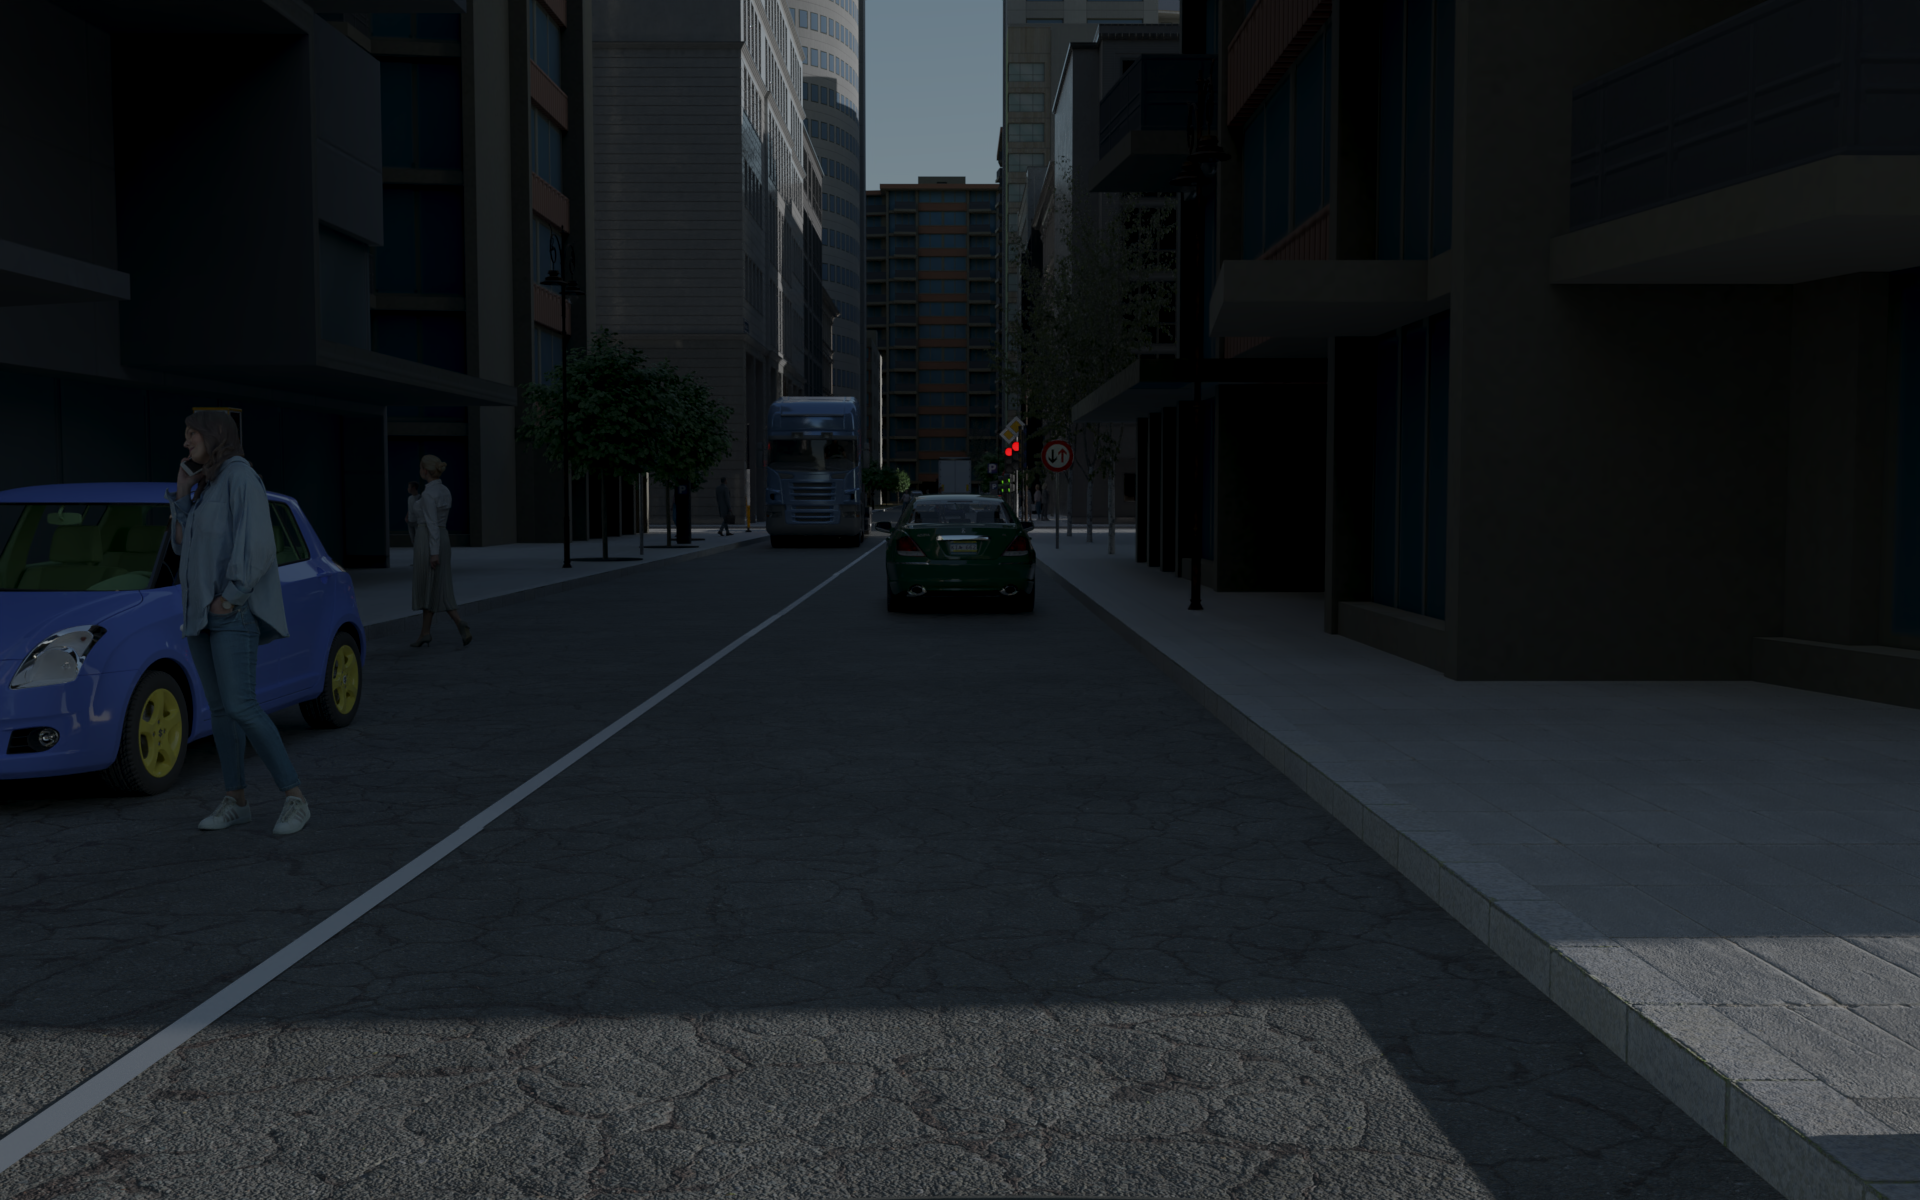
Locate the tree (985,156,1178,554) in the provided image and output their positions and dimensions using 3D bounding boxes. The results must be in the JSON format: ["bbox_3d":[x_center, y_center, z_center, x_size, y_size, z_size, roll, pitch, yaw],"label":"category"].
[{"bbox_3d":[2.997,-5.279,36.678,4.360,8.622,3.978,0,3,0],"label":"tree"}]

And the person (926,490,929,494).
[{"bbox_3d":[-2.502,-7.562,132.692,0.362,1.759,0.519,1,4,14],"label":"person"}]

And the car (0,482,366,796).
[{"bbox_3d":[-4.614,0.015,9.350,1.945,1.707,3.694,0,4,1],"label":"car"}]

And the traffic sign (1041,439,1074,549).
[{"bbox_3d":[2.281,-2.471,40.500,0.768,2.556,0.104,0,4,6],"label":"traffic sign"}]

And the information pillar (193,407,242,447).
[{"bbox_3d":[-6.349,-0.635,14.871,0.304,2.012,0.304,0,4,-3],"label":"information pillar"}]

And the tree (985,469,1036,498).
[{"bbox_3d":[2.337,-5.029,76.828,1.663,3.219,1.824,0,3,0],"label":"tree"}]

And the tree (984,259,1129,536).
[{"bbox_3d":[3.156,-6.244,52.453,4.737,8.622,4.395,0,3,0],"label":"tree"}]

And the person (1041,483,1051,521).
[{"bbox_3d":[4.113,-4.668,82.548,0.526,1.800,0.537,1,4,10],"label":"person"}]

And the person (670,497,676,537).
[{"bbox_3d":[-8.436,-2.802,51.864,0.555,1.821,0.388,1,4,23],"label":"person"}]

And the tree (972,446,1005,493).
[{"bbox_3d":[2.539,-8.091,115.997,4.285,4.588,4.351,0,3,0],"label":"tree"}]

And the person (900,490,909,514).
[{"bbox_3d":[-4.000,-6.994,123.519,0.731,1.740,0.598,-3,4,-37],"label":"person"}]

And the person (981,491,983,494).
[{"bbox_3d":[2.765,-12.739,215.054,1.217,1.736,0.721,0,4,1],"label":"person"}]

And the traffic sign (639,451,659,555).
[{"bbox_3d":[-6.723,-2.226,36.506,0.768,2.556,0.104,0,3,0],"label":"traffic sign"}]

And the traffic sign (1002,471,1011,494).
[{"bbox_3d":[2.407,-5.055,82.761,0.768,2.556,0.104,0,4,5],"label":"traffic sign"}]

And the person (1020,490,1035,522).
[{"bbox_3d":[3.095,-4.494,79.865,0.694,1.780,0.624,-3,5,-41],"label":"person"}]

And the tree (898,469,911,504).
[{"bbox_3d":[-8.317,-12.369,185.944,4.285,4.588,4.351,0,3,0],"label":"tree"}]

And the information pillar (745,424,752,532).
[{"bbox_3d":[-7.138,-4.092,58.264,0.183,3.616,0.504,-1,4,-12],"label":"information pillar"}]

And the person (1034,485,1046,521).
[{"bbox_3d":[3.922,-4.724,83.956,0.598,1.740,0.731,1,4,12],"label":"person"}]

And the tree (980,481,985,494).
[{"bbox_3d":[2.594,-9.357,147.582,1.663,3.219,1.824,0,3,0],"label":"tree"}]

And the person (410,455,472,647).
[{"bbox_3d":[-4.868,-0.458,16.207,0.641,1.798,0.478,1,4,21],"label":"person"}]

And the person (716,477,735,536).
[{"bbox_3d":[-7.150,-2.856,52.844,0.767,1.812,0.694,-3,5,-43],"label":"person"}]

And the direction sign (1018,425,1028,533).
[{"bbox_3d":[2.070,-3.988,57.204,0.379,3.537,0.876,-1,4,-16],"label":"direction sign"}]

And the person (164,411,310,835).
[{"bbox_3d":[-3.100,0.081,7.435,0.793,1.790,0.793,1,4,11],"label":"person"}]

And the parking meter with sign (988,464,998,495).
[{"bbox_3d":[1.897,-6.236,98.227,0.543,3.016,1.738,0,4,-3],"label":"parking meter with sign"}]

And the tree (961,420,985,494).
[{"bbox_3d":[2.020,-13.515,171.332,4.360,8.622,3.978,0,3,0],"label":"tree"}]

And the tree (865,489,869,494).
[{"bbox_3d":[-7.948,-9.116,143.648,1.663,3.219,1.824,0,3,0],"label":"tree"}]

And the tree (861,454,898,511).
[{"bbox_3d":[-7.518,-9.259,135.097,4.285,4.588,4.351,0,3,0],"label":"tree"}]

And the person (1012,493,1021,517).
[{"bbox_3d":[3.167,-5.589,97.621,0.583,1.804,0.606,2,4,28],"label":"person"}]

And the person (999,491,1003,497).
[{"bbox_3d":[2.696,-7.071,121.615,0.622,1.834,0.822,-1,4,-22],"label":"person"}]

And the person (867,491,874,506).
[{"bbox_3d":[-10.023,-11.285,190.647,1.348,1.812,0.705,-3,5,-39],"label":"person"}]

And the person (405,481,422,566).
[{"bbox_3d":[-9.651,-1.359,30.851,0.503,1.515,0.523,0,4,4],"label":"person"}]

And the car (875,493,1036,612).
[{"bbox_3d":[-0.046,-0.657,22.544,2.131,1.459,4.920,0,4,-2],"label":"car"}]

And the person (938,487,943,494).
[{"bbox_3d":[-0.778,-4.496,82.289,0.573,1.790,0.520,-1,4,-9],"label":"person"}]
